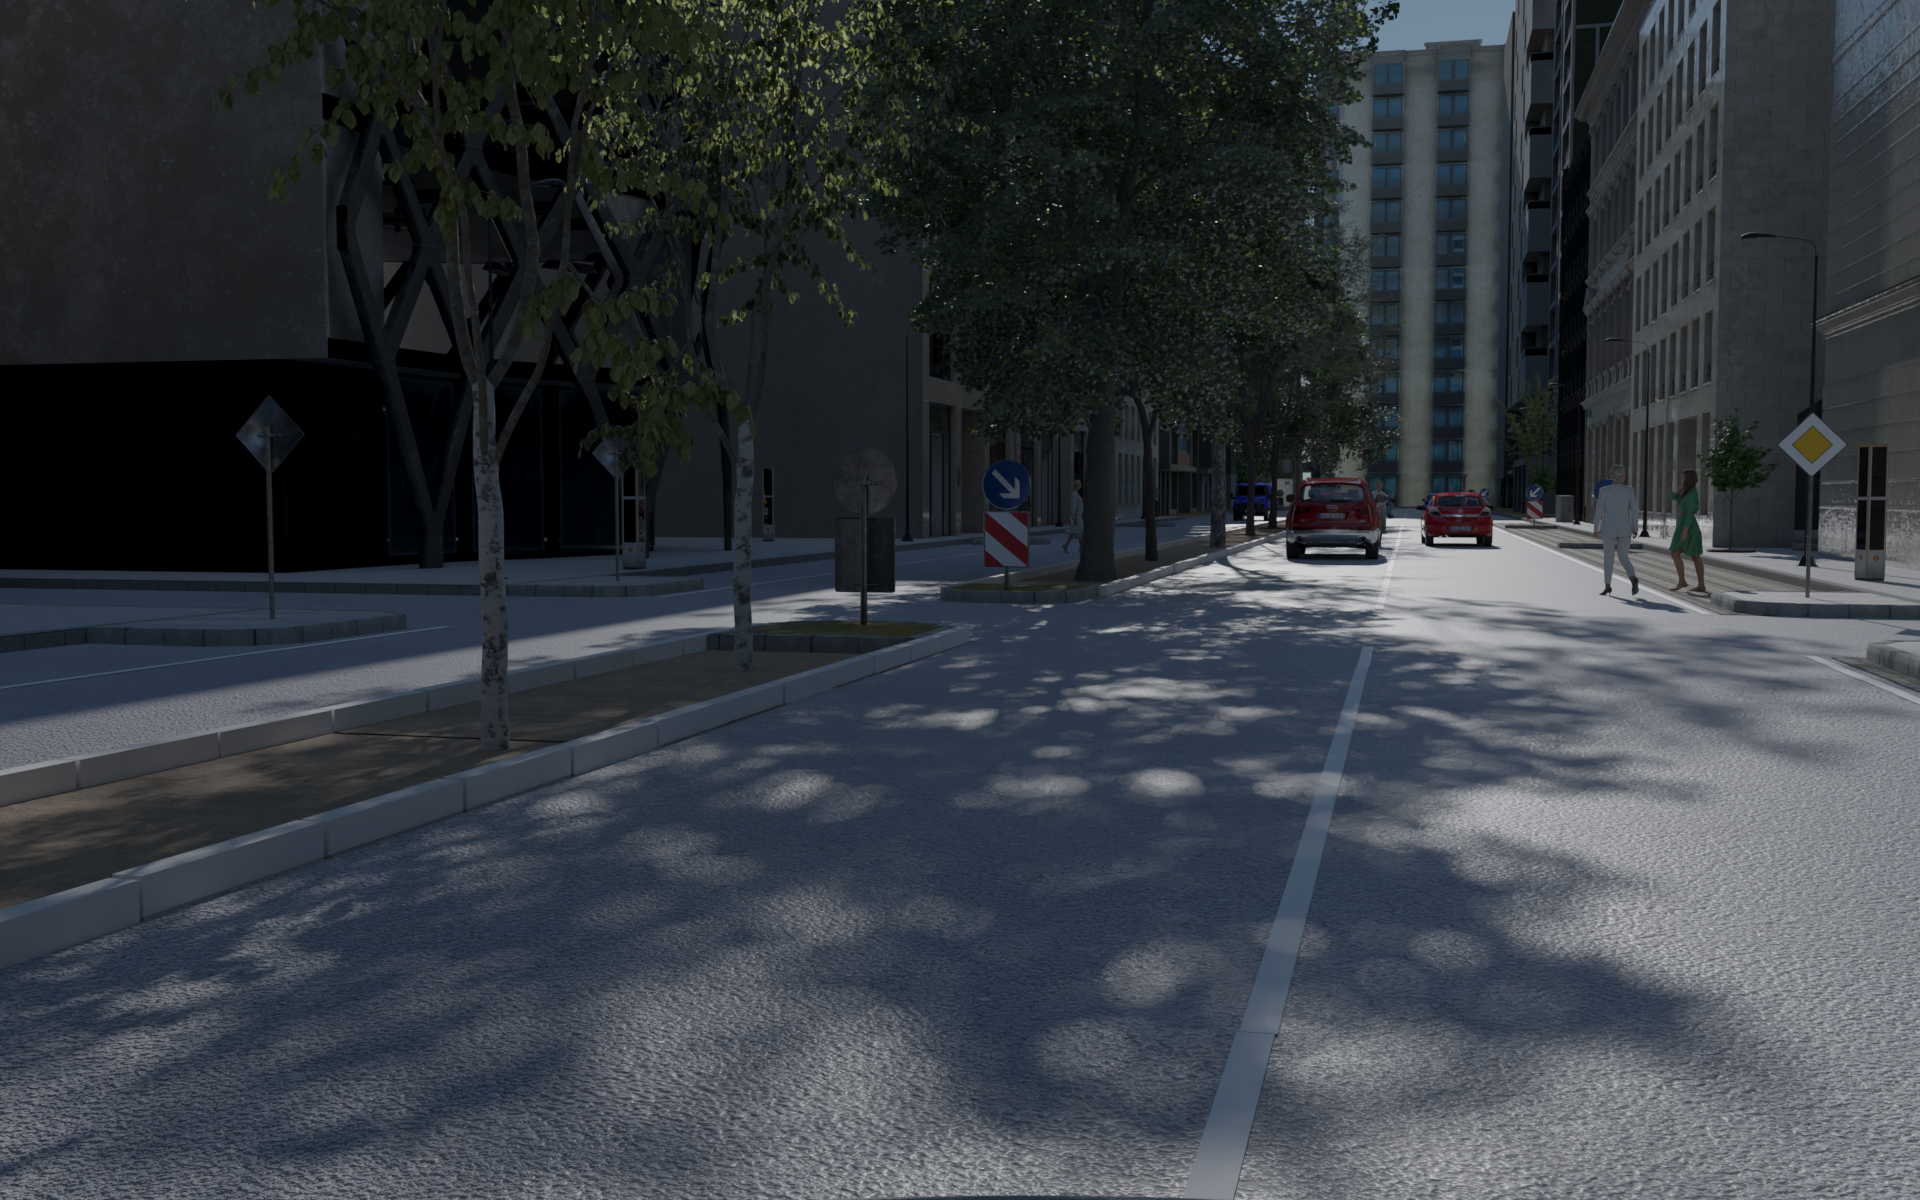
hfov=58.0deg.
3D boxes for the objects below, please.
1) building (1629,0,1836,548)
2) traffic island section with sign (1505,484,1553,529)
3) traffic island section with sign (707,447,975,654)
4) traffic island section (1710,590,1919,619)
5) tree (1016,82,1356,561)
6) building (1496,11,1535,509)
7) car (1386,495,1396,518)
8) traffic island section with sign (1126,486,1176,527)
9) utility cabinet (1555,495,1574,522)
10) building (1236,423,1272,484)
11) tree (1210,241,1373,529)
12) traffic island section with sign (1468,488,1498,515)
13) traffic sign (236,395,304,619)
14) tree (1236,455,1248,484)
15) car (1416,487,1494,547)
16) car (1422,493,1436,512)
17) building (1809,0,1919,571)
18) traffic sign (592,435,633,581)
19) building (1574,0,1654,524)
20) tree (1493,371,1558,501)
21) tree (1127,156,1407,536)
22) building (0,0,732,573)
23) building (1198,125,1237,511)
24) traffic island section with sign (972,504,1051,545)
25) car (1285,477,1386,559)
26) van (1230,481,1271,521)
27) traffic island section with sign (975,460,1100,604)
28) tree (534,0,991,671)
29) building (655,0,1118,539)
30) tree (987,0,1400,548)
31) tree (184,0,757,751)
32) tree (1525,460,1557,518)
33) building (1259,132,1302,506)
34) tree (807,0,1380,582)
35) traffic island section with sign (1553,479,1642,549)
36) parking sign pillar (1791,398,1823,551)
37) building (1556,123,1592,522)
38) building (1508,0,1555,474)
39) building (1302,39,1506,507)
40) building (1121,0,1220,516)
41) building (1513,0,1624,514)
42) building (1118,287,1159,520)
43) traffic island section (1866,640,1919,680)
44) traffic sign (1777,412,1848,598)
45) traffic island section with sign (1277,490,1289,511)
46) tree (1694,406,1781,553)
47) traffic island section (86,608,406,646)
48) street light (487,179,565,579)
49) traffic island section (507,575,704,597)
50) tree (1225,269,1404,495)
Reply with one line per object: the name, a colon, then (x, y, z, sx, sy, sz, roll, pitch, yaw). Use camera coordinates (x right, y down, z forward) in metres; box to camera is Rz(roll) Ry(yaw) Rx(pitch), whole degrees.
building: (25.200, -11.806, 47.776, 10.420, 20.320, 16.860, 1, 4, 15)
traffic island section with sign: (23.644, -3.861, 71.760, 1.989, 1.847, 2.006, 1, 4, 15)
traffic island section with sign: (-1.098, -0.509, 16.459, 2.006, 1.907, 1.989, 1, 4, 15)
traffic island section: (10.512, 0.051, 21.447, 2.009, 0.180, 2.903, 1, 4, 15)
tree: (4.188, -6.116, 36.874, 8.767, 10.594, 7.601, 1, 4, 15)
building: (56.672, -31.031, 157.473, 14.600, 45.320, 14.200, 1, 4, 15)
car: (25.018, -5.605, 103.637, 2.014, 1.417, 4.499, 1, 4, 16)
traffic island section with sign: (8.383, -4.105, 75.744, 1.989, 1.847, 2.006, 1, 4, 15)
utility cabinet: (27.684, -4.165, 79.267, 1.020, 1.237, 0.306, -3, 4, -37)
building: (13.878, -19.501, 163.880, 28.899, 21.520, 27.650, 1, 4, 15)
tree: (12.911, -8.709, 70.597, 9.928, 11.665, 9.643, 0, 3, 0)
traffic island section with sign: (36.269, -6.827, 120.242, 1.989, 1.847, 2.006, 1, 4, 15)
traffic sign: (-7.049, -0.860, 17.699, 0.795, 2.450, 0.064, 1, 4, 15)
tree: (23.200, -9.826, 144.373, 4.285, 4.588, 4.351, 0, 3, 0)
car: (13.979, -2.434, 48.831, 2.155, 1.783, 4.494, 1, 4, 13)
car: (31.764, -6.472, 115.414, 1.945, 1.707, 3.694, 1, 4, 14)
building: (36.572, -15.024, 22.051, 44.131, 29.872, 17.030, 1, 4, 15)
traffic sign: (-5.035, -1.332, 25.427, 0.795, 2.450, 0.064, 1, 4, 15)
building: (30.313, -14.057, 65.981, 11.583, 22.565, 21.152, 1, 4, 15)
tree: (34.153, -9.351, 103.255, 4.737, 8.622, 4.395, 0, 3, 0)
tree: (9.964, -8.935, 58.921, 12.009, 13.543, 11.850, 0, 3, 0)
building: (-13.819, -10.360, 36.832, 16.820, 18.784, 16.811, 1, 4, 15)
building: (13.979, -22.223, 135.044, 14.160, 30.474, 14.107, 1, 4, 15)
traffic island section with sign: (1.530, -2.497, 49.451, 1.989, 1.847, 2.006, 1, 4, 15)
car: (8.617, -1.907, 39.846, 2.281, 1.827, 5.304, 1, 4, 14)
van: (16.018, -5.516, 94.565, 2.240, 2.365, 5.245, 1, 4, 14)
traffic island section with sign: (0.779, -0.947, 23.625, 2.006, 1.907, 1.989, 1, 4, 15)
tree: (-1.703, -3.739, 13.948, 4.360, 8.622, 3.978, 0, 3, 0)
building: (-6.075, -16.086, 67.522, 19.350, 26.468, 34.151, 1, 4, 15)
tree: (5.907, -11.518, 46.660, 12.611, 20.169, 13.585, 0, 3, 0)
tree: (-2.617, -3.447, 9.183, 4.737, 8.622, 4.395, 0, 3, 0)
tree: (33.064, -6.321, 97.958, 1.663, 3.219, 1.824, 0, 3, 0)
building: (29.725, -30.825, 187.586, 14.086, 41.232, 14.154, 1, 4, 15)
tree: (2.253, -7.282, 28.167, 9.857, 13.997, 8.962, 0, 3, 0)
traffic island section with sign: (16.848, -2.266, 45.672, 1.989, 1.847, 2.006, 1, 4, 15)
parking sign pillar: (19.728, -3.110, 39.320, 1.447, 3.967, 1.447, 3, 4, 38)
building: (36.097, -15.528, 83.564, 12.332, 23.373, 15.834, 1, 4, 15)
building: (57.805, -33.389, 135.147, 28.713, 52.752, 27.495, 1, 4, 15)
building: (52.364, -34.637, 185.920, 30.456, 49.044, 23.786, 1, 4, 15)
building: (5.321, -28.139, 114.695, 22.147, 44.769, 28.867, 1, 4, 15)
building: (47.677, -41.198, 111.837, 20.563, 71.187, 20.611, 1, 4, 15)
building: (4.183, -14.483, 91.547, 10.420, 20.320, 16.860, 1, 4, 15)
traffic island section: (8.499, 0.524, 13.719, 2.009, 0.180, 2.903, 1, 4, 15)
traffic sign: (10.488, -1.085, 21.376, 0.795, 2.450, 0.064, 1, 4, 15)
traffic island section with sign: (27.840, -8.672, 150.411, 1.989, 1.847, 2.006, 1, 4, 15)
tree: (16.971, -2.657, 38.046, 1.663, 3.219, 1.824, 0, 3, 0)
traffic island section: (-7.073, 0.276, 17.766, 2.009, 0.180, 2.903, 1, 4, 15)
street light: (-6.492, -3.258, 25.809, 1.470, 5.913, 1.316, 1, 4, 15)
traffic island section: (-5.060, -0.197, 25.494, 2.009, 0.180, 2.903, 1, 4, 15)
tree: (16.147, -9.953, 82.199, 9.611, 12.733, 9.660, 0, 3, 0)
